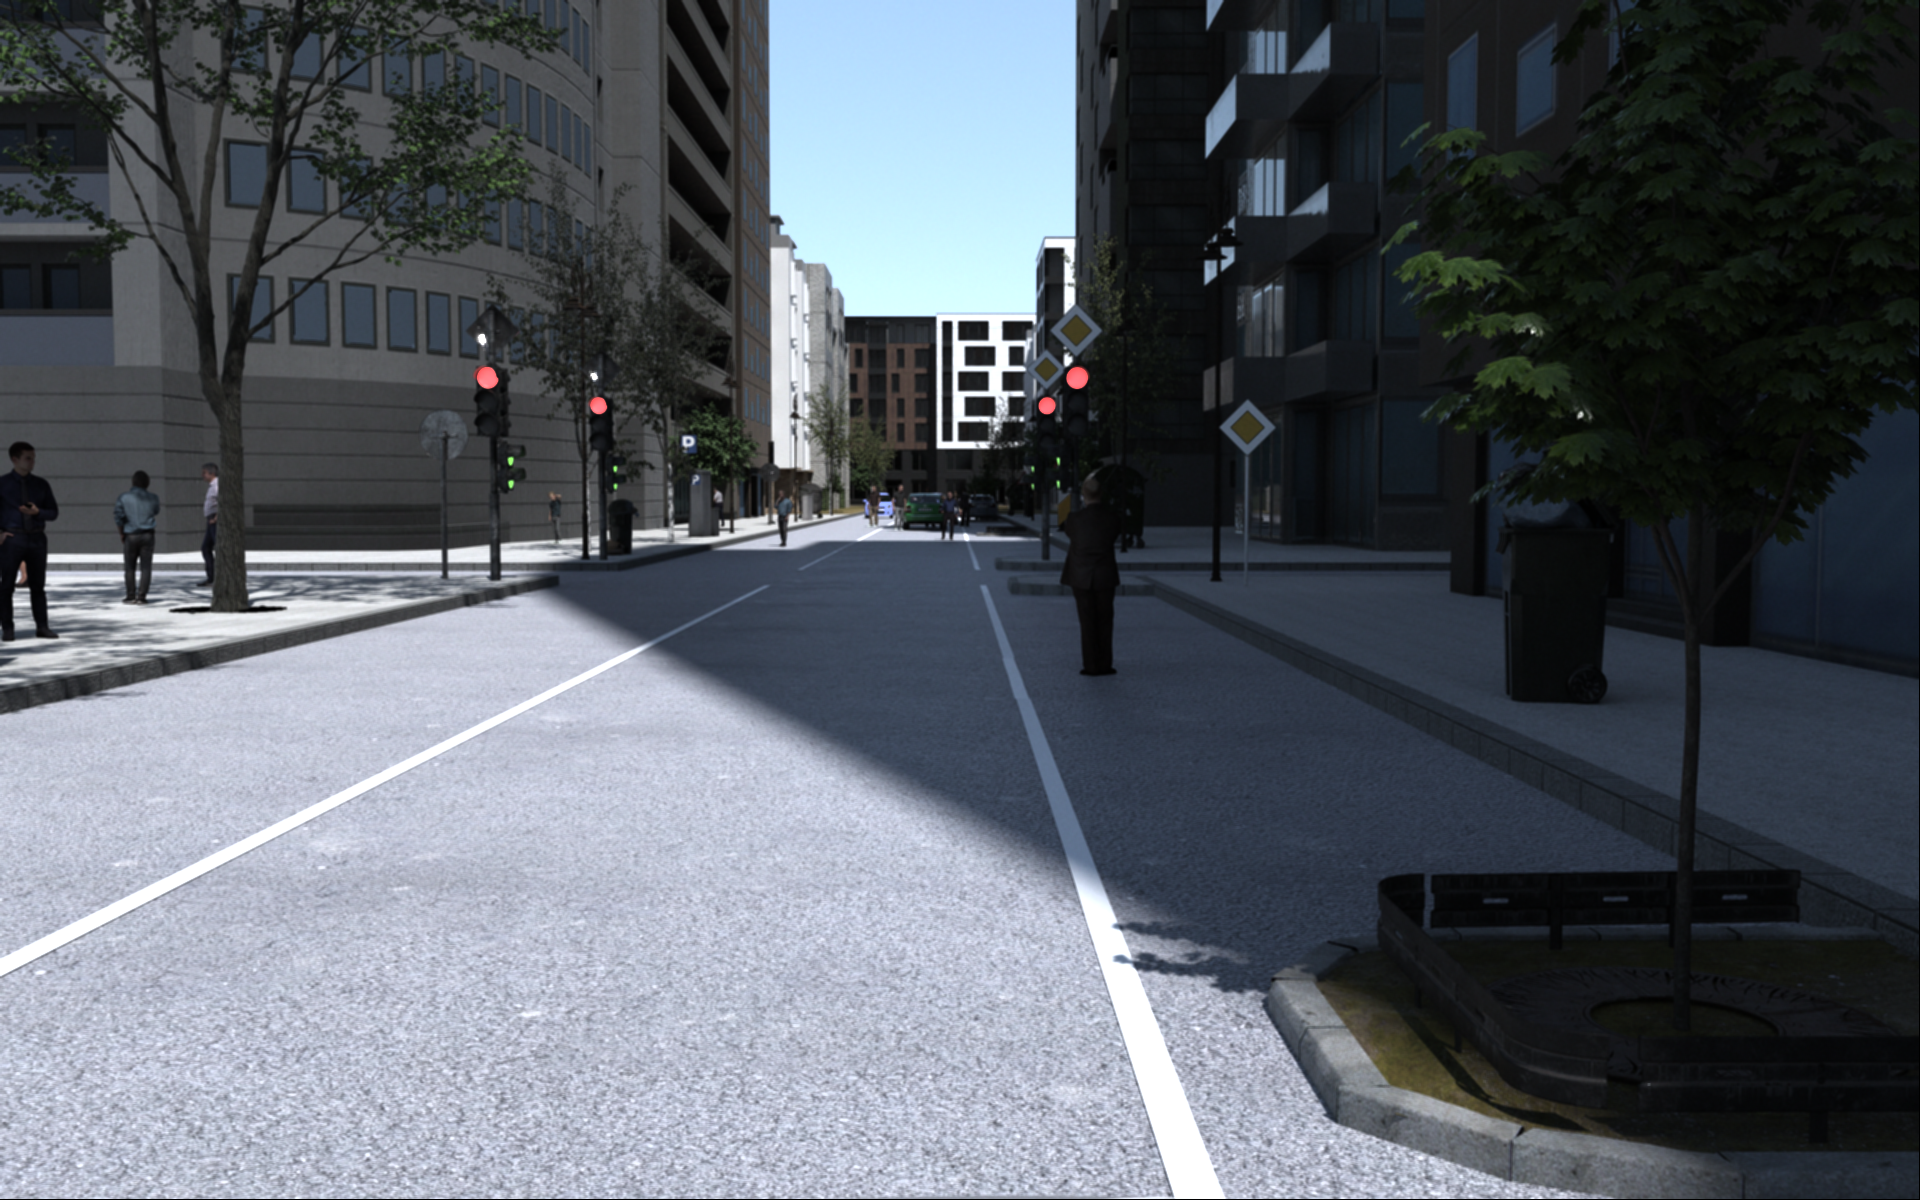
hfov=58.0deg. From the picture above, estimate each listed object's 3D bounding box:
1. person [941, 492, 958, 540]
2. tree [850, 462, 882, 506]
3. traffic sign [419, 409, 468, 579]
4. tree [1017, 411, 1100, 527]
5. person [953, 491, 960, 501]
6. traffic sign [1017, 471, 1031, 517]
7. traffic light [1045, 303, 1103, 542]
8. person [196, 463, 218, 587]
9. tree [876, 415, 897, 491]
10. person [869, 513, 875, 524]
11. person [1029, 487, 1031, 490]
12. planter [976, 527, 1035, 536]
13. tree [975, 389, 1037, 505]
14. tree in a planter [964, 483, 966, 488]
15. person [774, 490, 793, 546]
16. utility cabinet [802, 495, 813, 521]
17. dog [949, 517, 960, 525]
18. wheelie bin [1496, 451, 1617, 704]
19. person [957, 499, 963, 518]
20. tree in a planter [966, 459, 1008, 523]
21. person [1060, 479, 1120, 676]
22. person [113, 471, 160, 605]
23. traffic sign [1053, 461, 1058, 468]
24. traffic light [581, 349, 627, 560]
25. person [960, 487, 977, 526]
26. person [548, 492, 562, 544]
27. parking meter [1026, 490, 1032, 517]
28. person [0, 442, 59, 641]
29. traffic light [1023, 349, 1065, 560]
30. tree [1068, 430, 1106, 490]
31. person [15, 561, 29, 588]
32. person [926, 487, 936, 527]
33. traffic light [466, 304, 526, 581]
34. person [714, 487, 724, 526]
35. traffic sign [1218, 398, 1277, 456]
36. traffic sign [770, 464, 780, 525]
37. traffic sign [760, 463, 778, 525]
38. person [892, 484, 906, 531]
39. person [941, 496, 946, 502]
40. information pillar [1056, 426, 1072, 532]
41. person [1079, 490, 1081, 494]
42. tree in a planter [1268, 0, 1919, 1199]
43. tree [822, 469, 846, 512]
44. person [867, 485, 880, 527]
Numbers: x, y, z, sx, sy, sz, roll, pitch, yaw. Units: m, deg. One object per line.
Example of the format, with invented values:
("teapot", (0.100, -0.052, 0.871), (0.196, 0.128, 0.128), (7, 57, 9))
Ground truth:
("person", (-0.401, -2.625, 54.118), (0.574, 1.496, 0.600), (2, 4, 27))
("tree", (-9.380, -11.373, 169.663), (4.285, 4.588, 4.351), (0, 3, 0))
("traffic sign", (-7.774, -1.588, 26.071), (0.768, 2.556, 0.104), (0, 4, 5))
("tree", (3.887, -5.118, 67.387), (4.285, 4.588, 4.351), (0, 3, 0))
("person", (-0.460, -10.121, 174.693), (1.217, 1.735, 0.721), (0, 4, 4))
("traffic sign", (3.595, -5.914, 96.699), (0.884, 2.594, 0.081), (0, 3, 0))
("traffic light", (1.696, -2.249, 25.689), (0.839, 4.253, 0.868), (0, 4, 0))
("person", (-10.333, -1.036, 23.920), (0.436, 1.711, 0.756), (-2, 4, -24))
("tree", (-7.812, -12.658, 157.316), (4.737, 8.622, 4.395), (0, 3, 0))
("person", (-4.095, -3.854, 81.995), (0.381, 0.543, 0.357), (2, 4, 35))
("person", (4.632, -6.754, 117.181), (0.721, 1.736, 1.217), (-1, 4, -23))
("planter", (1.557, -2.355, 59.651), (1.991, 0.319, 1.994), (0, 4, 0))
("tree", (3.857, -10.550, 122.851), (4.360, 8.622, 3.978), (0, 3, 0))
("tree in a planter", (1.155, -8.478, 135.841), (1.991, 3.239, 1.994), (0, 4, 0))
("person", (-4.836, -2.246, 47.441), (0.429, 1.552, 0.499), (-3, 5, -41))
("utility cabinet", (-7.378, -4.439, 83.738), (0.306, 1.237, 1.020), (1, 4, 9))
("dog", (-0.164, -3.881, 80.288), (0.800, 0.831, 0.513), (0, 4, -6))
("wheelie bin", (3.700, -0.178, 10.817), (0.693, 1.594, 0.980), (1, 4, 12))
("person", (0.116, -5.736, 105.512), (0.421, 1.427, 0.697), (3, 5, 42))
("tree in a planter", (1.414, -5.548, 87.925), (1.991, 3.239, 1.994), (0, 4, 0))
("person", (1.030, -0.181, 13.727), (0.482, 1.546, 0.388), (0, 4, -1))
("person", (-9.544, -0.723, 20.073), (0.499, 1.552, 0.429), (0, 4, -5))
("traffic sign", (3.751, -3.822, 62.595), (0.768, 2.556, 0.104), (0, 4, 1))
("traffic light", (-6.926, -2.734, 33.614), (0.839, 4.253, 0.868), (0, 4, 0))
("person", (0.357, -4.143, 77.048), (0.742, 1.727, 0.445), (-1, 4, -9))
("person", (-10.371, -2.109, 44.432), (0.435, 1.345, 0.340), (1, 4, 13))
("parking meter", (3.904, -5.426, 97.128), (0.372, 1.533, 0.369), (0, 3, 0))
("person", (-8.225, -0.518, 15.220), (0.504, 1.737, 0.576), (2, 4, 34))
("traffic light", (1.655, -2.737, 33.674), (0.839, 4.253, 0.868), (0, 4, 0))
("tree", (4.003, -3.522, 52.189), (1.663, 3.219, 1.824), (0, 3, 0))
("person", (-12.916, -0.878, 23.626), (0.697, 1.427, 0.421), (-2, 4, -24))
("person", (-1.297, -4.008, 74.714), (0.600, 1.739, 0.565), (3, 5, 43))
("traffic light", (-6.885, -2.245, 25.629), (0.839, 4.253, 0.868), (0, 4, 0))
("person", (-9.622, -3.681, 68.441), (0.590, 1.554, 0.614), (1, 4, 21))
("traffic sign", (3.979, -1.478, 23.900), (0.795, 2.593, 0.064), (0, 4, 4))
("traffic sign", (-7.947, -4.454, 72.928), (0.768, 2.556, 0.104), (0, 4, 4))
("traffic sign", (-7.872, -4.362, 71.420), (0.768, 2.556, 0.104), (0, 4, 2))
("person", (-2.371, -3.619, 67.802), (0.598, 1.807, 0.434), (-1, 4, -15))
("person", (-0.865, -4.913, 92.729), (0.340, 1.345, 0.435), (1, 4, 9))
("information pillar", (3.572, -4.151, 59.228), (0.504, 3.616, 0.183), (2, 4, 29))
("person", (5.889, -5.002, 88.280), (0.568, 1.767, 0.683), (-2, 4, -32))
("tree in a planter", (1.848, -0.435, 4.327), (1.991, 3.239, 1.994), (0, 4, 0))
("tree", (-8.689, -7.821, 122.482), (1.663, 3.219, 1.824), (0, 3, 0))
("person", (-3.772, -4.086, 75.429), (0.598, 1.807, 0.434), (3, 5, 42))
